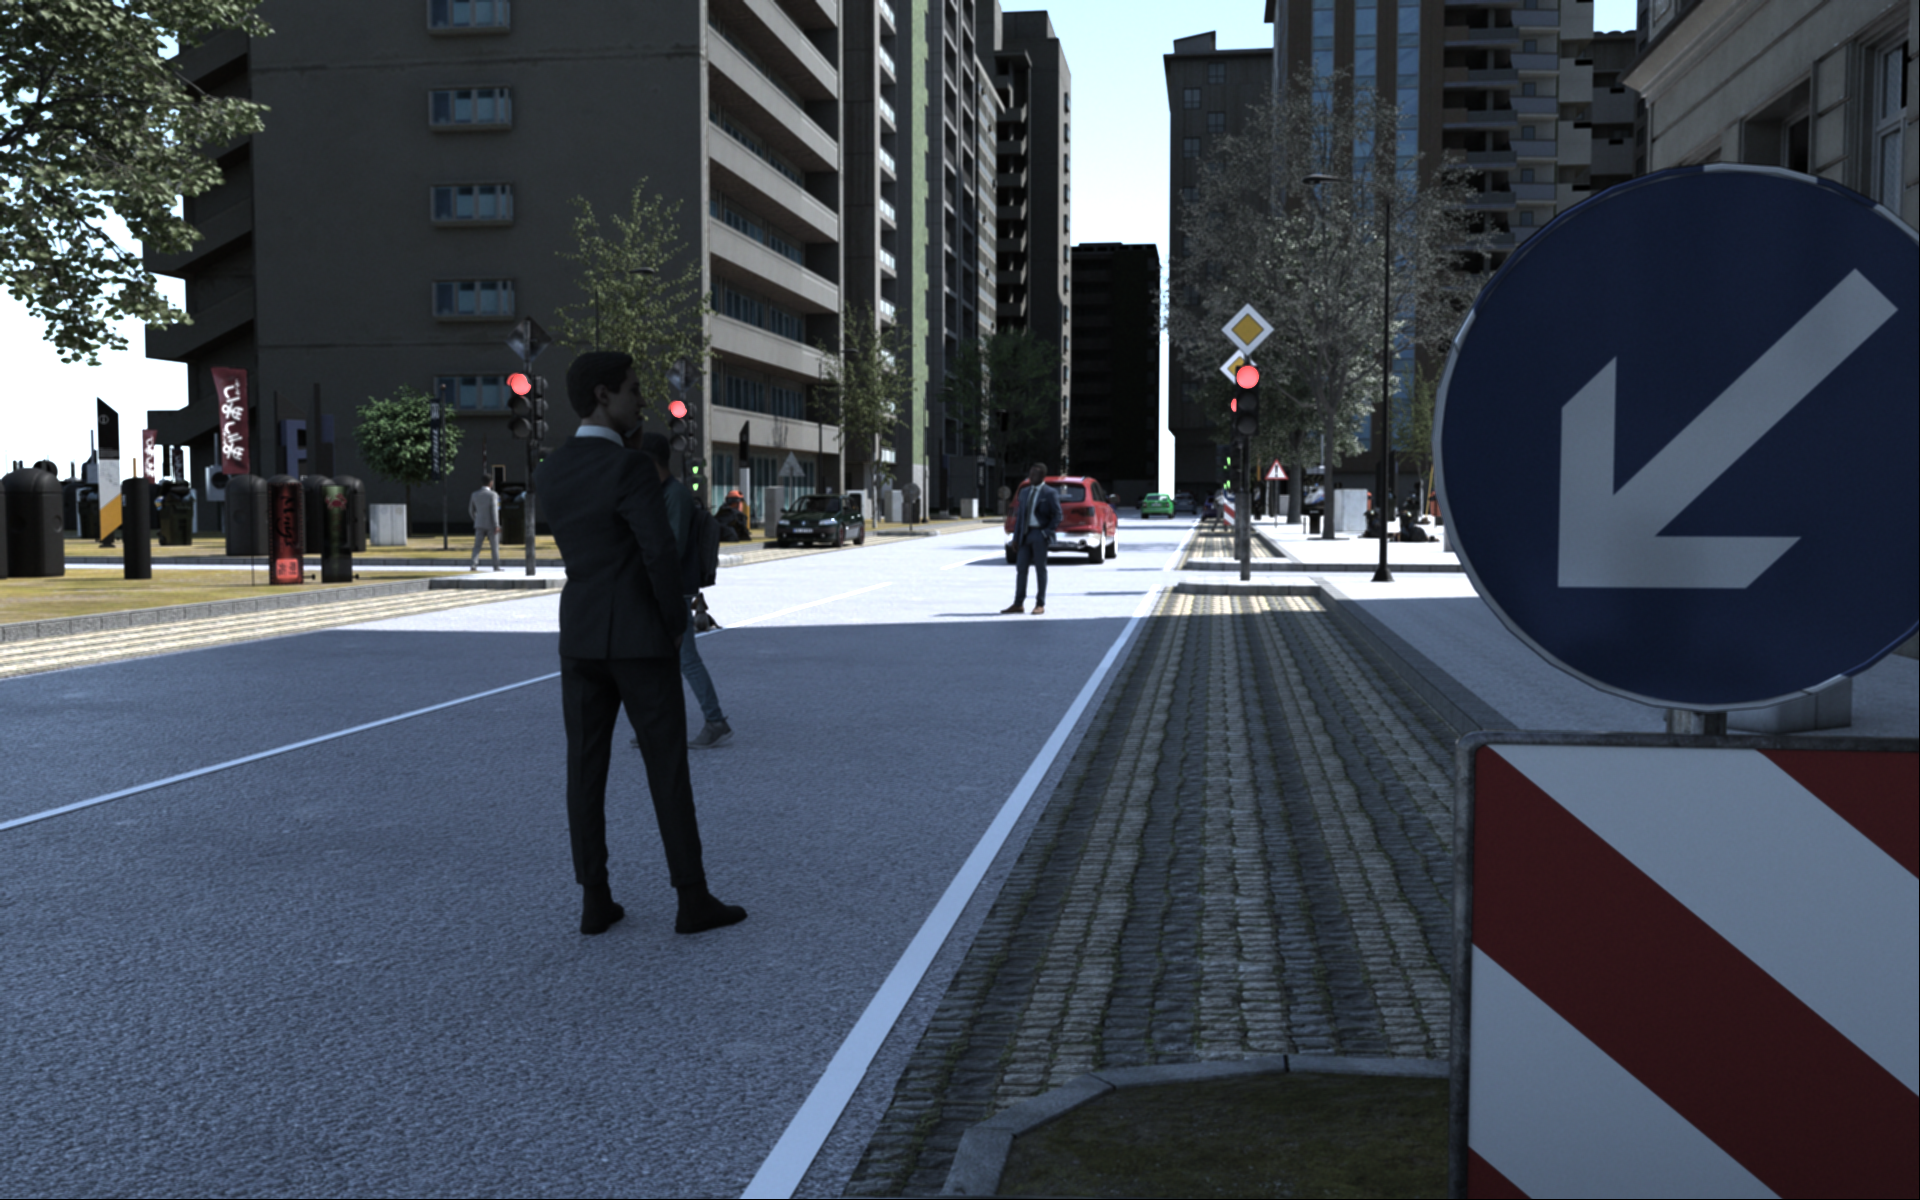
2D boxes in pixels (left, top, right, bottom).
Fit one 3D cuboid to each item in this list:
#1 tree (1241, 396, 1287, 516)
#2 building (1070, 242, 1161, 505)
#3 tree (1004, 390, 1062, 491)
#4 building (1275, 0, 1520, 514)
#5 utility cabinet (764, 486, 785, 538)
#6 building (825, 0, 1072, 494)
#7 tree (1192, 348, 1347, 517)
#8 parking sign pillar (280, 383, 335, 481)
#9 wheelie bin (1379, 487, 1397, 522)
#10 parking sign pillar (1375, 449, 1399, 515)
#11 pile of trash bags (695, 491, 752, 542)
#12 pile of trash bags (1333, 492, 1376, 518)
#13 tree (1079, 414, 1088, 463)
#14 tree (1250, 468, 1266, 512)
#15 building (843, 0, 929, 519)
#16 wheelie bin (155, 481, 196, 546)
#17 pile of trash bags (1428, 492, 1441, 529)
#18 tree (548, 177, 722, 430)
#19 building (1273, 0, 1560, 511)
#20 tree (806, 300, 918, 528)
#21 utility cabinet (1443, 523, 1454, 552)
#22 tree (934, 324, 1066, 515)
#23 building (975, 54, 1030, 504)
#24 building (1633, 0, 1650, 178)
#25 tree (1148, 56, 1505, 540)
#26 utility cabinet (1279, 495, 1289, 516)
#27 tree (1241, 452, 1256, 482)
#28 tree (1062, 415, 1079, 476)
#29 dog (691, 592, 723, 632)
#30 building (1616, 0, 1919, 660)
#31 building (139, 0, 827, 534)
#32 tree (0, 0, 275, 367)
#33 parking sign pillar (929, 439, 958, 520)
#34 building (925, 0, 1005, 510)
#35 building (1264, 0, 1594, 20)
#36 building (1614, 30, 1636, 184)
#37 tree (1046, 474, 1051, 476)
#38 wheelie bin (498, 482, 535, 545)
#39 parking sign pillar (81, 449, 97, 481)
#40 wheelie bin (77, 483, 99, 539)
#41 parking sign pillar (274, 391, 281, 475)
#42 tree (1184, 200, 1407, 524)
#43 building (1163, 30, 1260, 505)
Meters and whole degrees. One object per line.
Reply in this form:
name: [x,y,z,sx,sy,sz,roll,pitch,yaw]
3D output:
tree: [18.083,-9.295,102.331,4.737,8.622,4.395,0,3,0]
building: [16.174,-26.298,201.672,14.107,30.474,14.160,1,4,8]
tree: [4.861,-10.423,120.784,4.360,8.622,3.978,0,3,0]
building: [28.378,-28.426,114.871,14.600,45.320,14.200,1,4,8]
utility cabinet: [-5.418,-2.555,50.451,0.318,1.500,1.173,-1,4,-21]
building: [-0.253,-33.611,173.240,21.600,48.544,21.300,1,4,8]
tree: [17.178,-9.838,95.260,8.767,10.594,7.601,0,4,-1]
parking sign pillar: [-15.788,-3.318,42.717,1.447,3.967,1.447,-2,4,-30]
wheelie bin: [19.832,-4.430,80.334,0.693,1.594,0.980,-1,4,-11]
parking sign pillar: [25.714,-7.085,104.313,1.447,3.967,1.447,-3,5,-43]
pile of trash bags: [-6.595,-2.306,47.464,1.912,1.369,3.447,1,4,9]
pile of trash bags: [19.805,-4.679,86.256,1.912,1.369,3.447,0,4,-6]
tree: [9.975,-12.766,159.078,4.360,8.622,3.978,0,3,0]
tree: [20.757,-7.862,123.143,1.663,3.219,1.824,0,3,0]
building: [-9.705,-24.880,90.380,14.154,41.232,14.086,1,4,8]
wheelie bin: [-19.441,-2.148,43.035,0.693,1.594,0.980,3,4,37]
pile of trash bags: [18.983,-3.303,63.750,3.447,1.369,1.912,2,4,25]
tree: [-7.872,-5.553,41.149,4.737,8.622,4.395,0,3,0]
building: [35.515,-36.311,135.681,21.231,58.520,28.212,1,4,8]
tree: [-3.379,-6.997,64.756,4.737,8.622,4.395,0,3,0]
utility cabinet: [11.262,-1.665,38.388,1.020,1.237,0.306,0,4,5]
tree: [2.405,-10.939,104.607,9.928,11.665,9.643,0,3,0]
building: [-9.906,-27.739,145.408,32.217,40.220,23.993,1,4,8]
building: [74.528,-44.330,163.049,20.611,71.187,20.563,1,4,8]
tree: [10.370,-8.451,48.550,12.009,13.543,11.850,0,3,0]
utility cabinet: [19.067,-5.469,100.584,1.020,1.237,0.306,1,4,15]
tree: [29.128,-14.082,180.604,4.360,8.622,3.978,0,3,0]
tree: [5.999,-10.767,126.405,4.360,8.622,3.978,0,3,0]
dog: [-2.646,0.117,18.283,0.550,0.427,0.748,3,4,37]
building: [13.859,-10.604,6.665,16.112,22.955,30.059,1,4,8]
building: [-17.088,-27.001,65.167,21.300,48.544,21.600,1,4,8]
tree: [-10.180,-6.008,16.356,7.486,12.596,7.792,0,3,0]
parking sign pillar: [-0.800,-5.943,85.633,1.447,3.967,1.447,0,4,1]
building: [-7.508,-41.742,120.732,20.563,71.187,20.611,1,4,8]
building: [43.471,-35.161,164.124,28.713,52.752,27.495,1,4,8]
building: [65.163,-37.361,200.095,27.495,52.752,28.713,1,4,8]
tree: [7.246,-9.151,144.215,1.663,3.219,1.824,0,3,0]
wheelie bin: [-11.268,-2.201,43.896,0.980,1.594,0.693,0,4,-5]
parking sign pillar: [-52.268,-7.066,103.996,1.447,3.967,1.447,0,4,-2]
wheelie bin: [-24.971,-2.570,49.921,0.980,1.594,0.693,2,4,27]
parking sign pillar: [-17.347,-3.500,45.702,1.447,3.967,1.447,3,5,39]
tree: [14.517,-10.315,75.306,9.857,13.997,8.962,0,3,0]
building: [38.100,-37.663,205.036,27.495,52.752,28.713,1,4,8]
